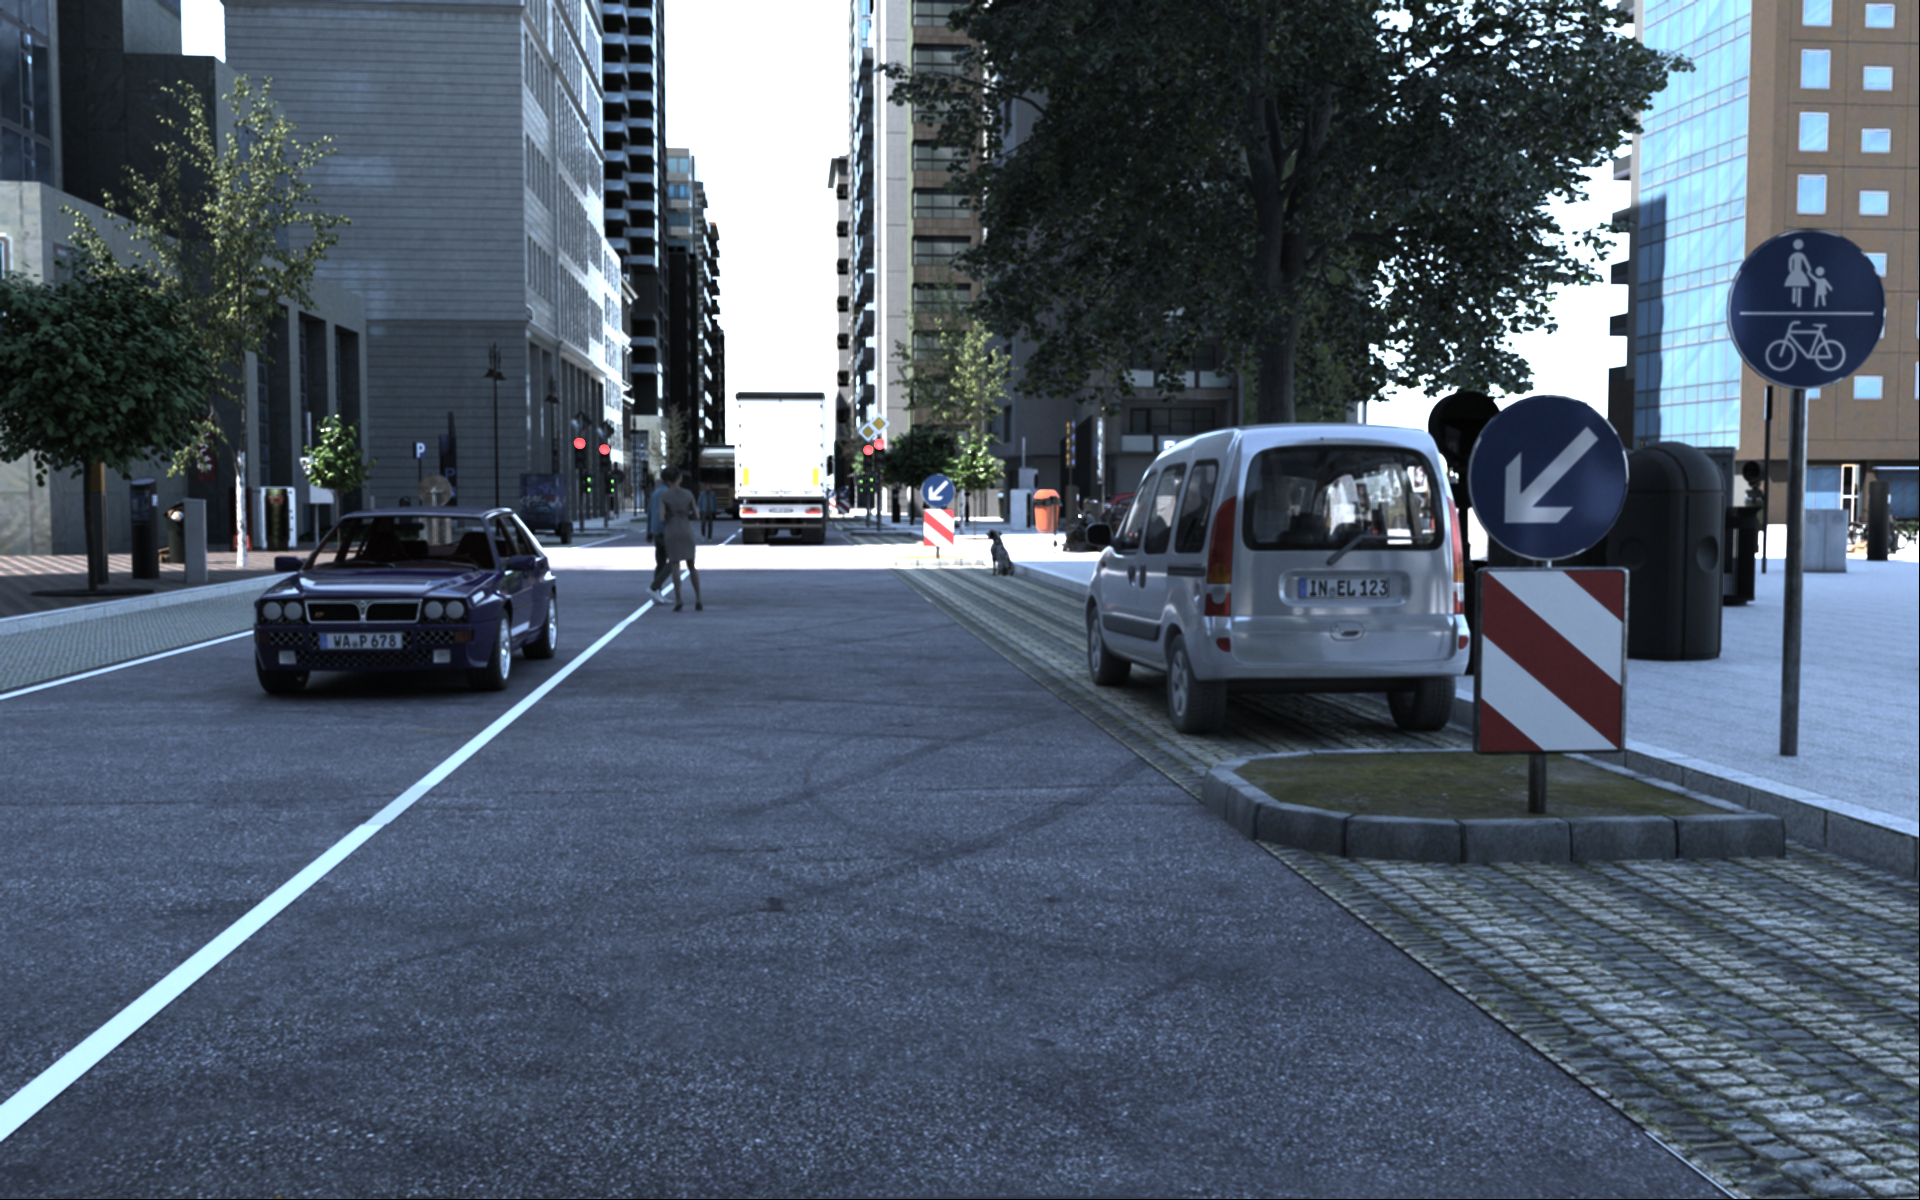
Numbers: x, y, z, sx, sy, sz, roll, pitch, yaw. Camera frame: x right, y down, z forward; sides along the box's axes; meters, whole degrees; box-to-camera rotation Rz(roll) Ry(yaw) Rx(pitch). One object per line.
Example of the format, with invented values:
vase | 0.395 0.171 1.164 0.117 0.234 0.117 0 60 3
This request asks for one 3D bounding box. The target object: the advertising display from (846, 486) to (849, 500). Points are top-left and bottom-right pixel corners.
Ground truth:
advertising display | -8.965 -8.133 138.184 0.123 1.923 0.974 -1 4 -14

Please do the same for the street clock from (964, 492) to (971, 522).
street clock | 0.324 -4.523 78.528 0.358 2.002 0.471 0 4 1

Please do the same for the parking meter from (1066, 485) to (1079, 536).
parking meter | 3.191 -2.498 49.252 0.372 1.533 0.369 0 3 0

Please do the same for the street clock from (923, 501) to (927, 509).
street clock | -1.738 -4.973 85.886 0.471 2.002 0.358 -1 4 -15

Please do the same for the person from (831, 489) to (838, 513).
person | -8.867 -6.949 122.391 0.850 1.792 0.678 -1 4 -10

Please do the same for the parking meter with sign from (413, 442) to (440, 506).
parking meter with sign | -17.350 -3.765 57.825 1.738 3.016 0.543 1 4 22

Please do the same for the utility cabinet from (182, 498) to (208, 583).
utility cabinet | -11.228 -0.874 25.454 0.306 1.237 1.020 -1 4 -22

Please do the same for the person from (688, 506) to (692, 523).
person | -13.258 -4.519 84.987 0.503 1.515 0.523 2 4 35

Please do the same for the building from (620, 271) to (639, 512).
building | -28.604 -15.716 121.580 10.561 19.102 19.286 0 4 -6

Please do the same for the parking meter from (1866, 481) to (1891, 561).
parking meter | 17.715 -1.528 33.398 0.372 1.533 0.369 0 3 0

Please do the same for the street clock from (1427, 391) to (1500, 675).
street clock | 3.568 -0.472 12.286 0.471 2.002 0.358 0 4 -4

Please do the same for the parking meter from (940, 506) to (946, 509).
parking meter | -0.744 -3.971 73.331 0.372 1.533 0.369 0 3 0

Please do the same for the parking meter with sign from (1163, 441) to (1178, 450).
parking meter with sign | 7.412 -3.725 57.166 0.543 3.016 1.738 3 5 41

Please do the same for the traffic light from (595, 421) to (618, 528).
traffic light | -13.554 -4.735 66.330 0.839 4.253 0.868 0 4 -6

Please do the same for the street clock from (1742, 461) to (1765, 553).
street clock | 17.174 -2.012 37.464 0.358 2.002 0.471 -2 4 -26

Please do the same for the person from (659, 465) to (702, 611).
person | -3.430 -0.757 21.217 0.599 1.781 0.374 -2 4 -27

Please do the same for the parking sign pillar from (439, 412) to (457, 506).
parking sign pillar | -16.570 -4.138 56.133 1.447 3.967 1.447 -1 4 -20

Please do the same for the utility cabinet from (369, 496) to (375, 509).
utility cabinet | -42.755 -7.032 126.137 0.306 1.237 1.020 -1 4 -19

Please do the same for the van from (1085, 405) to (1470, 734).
van | 1.954 -0.289 11.739 2.013 2.044 4.112 0 4 -6

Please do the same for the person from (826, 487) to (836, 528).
person | -5.436 -3.770 70.893 0.466 1.731 0.760 3 5 43

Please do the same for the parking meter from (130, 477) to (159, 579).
parking meter | -12.370 -1.092 26.271 0.372 1.533 0.369 0 3 0

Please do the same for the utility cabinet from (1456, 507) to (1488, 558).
utility cabinet | 10.403 -1.589 34.665 0.318 1.500 1.173 -1 4 -19

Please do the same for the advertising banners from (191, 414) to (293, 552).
advertising banners | -15.874 -2.573 38.259 2.074 3.025 0.090 -1 4 -12

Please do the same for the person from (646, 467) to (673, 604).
person | -3.887 -0.837 22.532 0.444 1.785 0.601 -1 4 -22

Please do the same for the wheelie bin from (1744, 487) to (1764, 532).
wheelie bin | 27.321 -3.156 59.516 0.693 1.594 0.980 1 4 16

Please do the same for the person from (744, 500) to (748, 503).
person | -17.488 -8.090 140.867 0.778 1.811 0.616 -3 4 -37

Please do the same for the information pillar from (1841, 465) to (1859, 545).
information pillar | 22.326 -2.384 43.470 0.304 2.012 0.304 -3 5 -41

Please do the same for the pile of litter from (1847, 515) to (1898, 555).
pile of litter | 19.532 -1.417 37.137 1.719 0.858 1.176 -3 5 -44

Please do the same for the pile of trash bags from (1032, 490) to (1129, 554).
pile of trash bags | 2.975 -1.723 37.931 3.447 1.369 1.912 -3 4 -39

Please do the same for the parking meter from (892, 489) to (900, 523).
parking meter | -2.861 -4.232 77.598 0.372 1.533 0.369 0 3 0

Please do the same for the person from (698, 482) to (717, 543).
person | -7.474 -2.592 51.229 0.601 1.785 0.444 -1 4 -16

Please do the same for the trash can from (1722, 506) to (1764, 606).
trash can | 8.866 -0.512 20.025 0.748 1.137 0.748 0 3 0

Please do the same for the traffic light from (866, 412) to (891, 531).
traffic light | -2.793 -4.311 59.401 0.839 4.253 0.868 0 4 -6

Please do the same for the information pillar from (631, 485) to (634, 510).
information pillar | -26.372 -8.234 139.119 0.304 2.012 0.304 -1 4 -15

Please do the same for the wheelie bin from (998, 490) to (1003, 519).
wheelie bin | 2.302 -4.891 87.871 0.693 1.594 0.980 1 4 16

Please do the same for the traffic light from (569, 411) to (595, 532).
traffic light | -12.753 -4.249 58.385 0.839 4.253 0.868 0 4 -6

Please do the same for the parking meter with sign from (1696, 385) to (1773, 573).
parking meter with sign | 12.245 -1.956 28.248 1.738 3.016 0.543 1 4 23

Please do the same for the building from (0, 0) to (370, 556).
building | -33.922 -44.627 42.330 31.000 86.520 22.319 0 4 -6

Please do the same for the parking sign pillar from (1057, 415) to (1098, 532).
parking sign pillar | 4.076 -4.341 59.450 1.447 3.967 1.447 3 5 40

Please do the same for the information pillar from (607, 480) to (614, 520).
information pillar | -17.209 -4.931 85.111 0.304 2.012 0.304 3 4 37

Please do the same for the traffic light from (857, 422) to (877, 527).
traffic light | -3.594 -4.797 67.346 0.839 4.253 0.868 0 4 -6
